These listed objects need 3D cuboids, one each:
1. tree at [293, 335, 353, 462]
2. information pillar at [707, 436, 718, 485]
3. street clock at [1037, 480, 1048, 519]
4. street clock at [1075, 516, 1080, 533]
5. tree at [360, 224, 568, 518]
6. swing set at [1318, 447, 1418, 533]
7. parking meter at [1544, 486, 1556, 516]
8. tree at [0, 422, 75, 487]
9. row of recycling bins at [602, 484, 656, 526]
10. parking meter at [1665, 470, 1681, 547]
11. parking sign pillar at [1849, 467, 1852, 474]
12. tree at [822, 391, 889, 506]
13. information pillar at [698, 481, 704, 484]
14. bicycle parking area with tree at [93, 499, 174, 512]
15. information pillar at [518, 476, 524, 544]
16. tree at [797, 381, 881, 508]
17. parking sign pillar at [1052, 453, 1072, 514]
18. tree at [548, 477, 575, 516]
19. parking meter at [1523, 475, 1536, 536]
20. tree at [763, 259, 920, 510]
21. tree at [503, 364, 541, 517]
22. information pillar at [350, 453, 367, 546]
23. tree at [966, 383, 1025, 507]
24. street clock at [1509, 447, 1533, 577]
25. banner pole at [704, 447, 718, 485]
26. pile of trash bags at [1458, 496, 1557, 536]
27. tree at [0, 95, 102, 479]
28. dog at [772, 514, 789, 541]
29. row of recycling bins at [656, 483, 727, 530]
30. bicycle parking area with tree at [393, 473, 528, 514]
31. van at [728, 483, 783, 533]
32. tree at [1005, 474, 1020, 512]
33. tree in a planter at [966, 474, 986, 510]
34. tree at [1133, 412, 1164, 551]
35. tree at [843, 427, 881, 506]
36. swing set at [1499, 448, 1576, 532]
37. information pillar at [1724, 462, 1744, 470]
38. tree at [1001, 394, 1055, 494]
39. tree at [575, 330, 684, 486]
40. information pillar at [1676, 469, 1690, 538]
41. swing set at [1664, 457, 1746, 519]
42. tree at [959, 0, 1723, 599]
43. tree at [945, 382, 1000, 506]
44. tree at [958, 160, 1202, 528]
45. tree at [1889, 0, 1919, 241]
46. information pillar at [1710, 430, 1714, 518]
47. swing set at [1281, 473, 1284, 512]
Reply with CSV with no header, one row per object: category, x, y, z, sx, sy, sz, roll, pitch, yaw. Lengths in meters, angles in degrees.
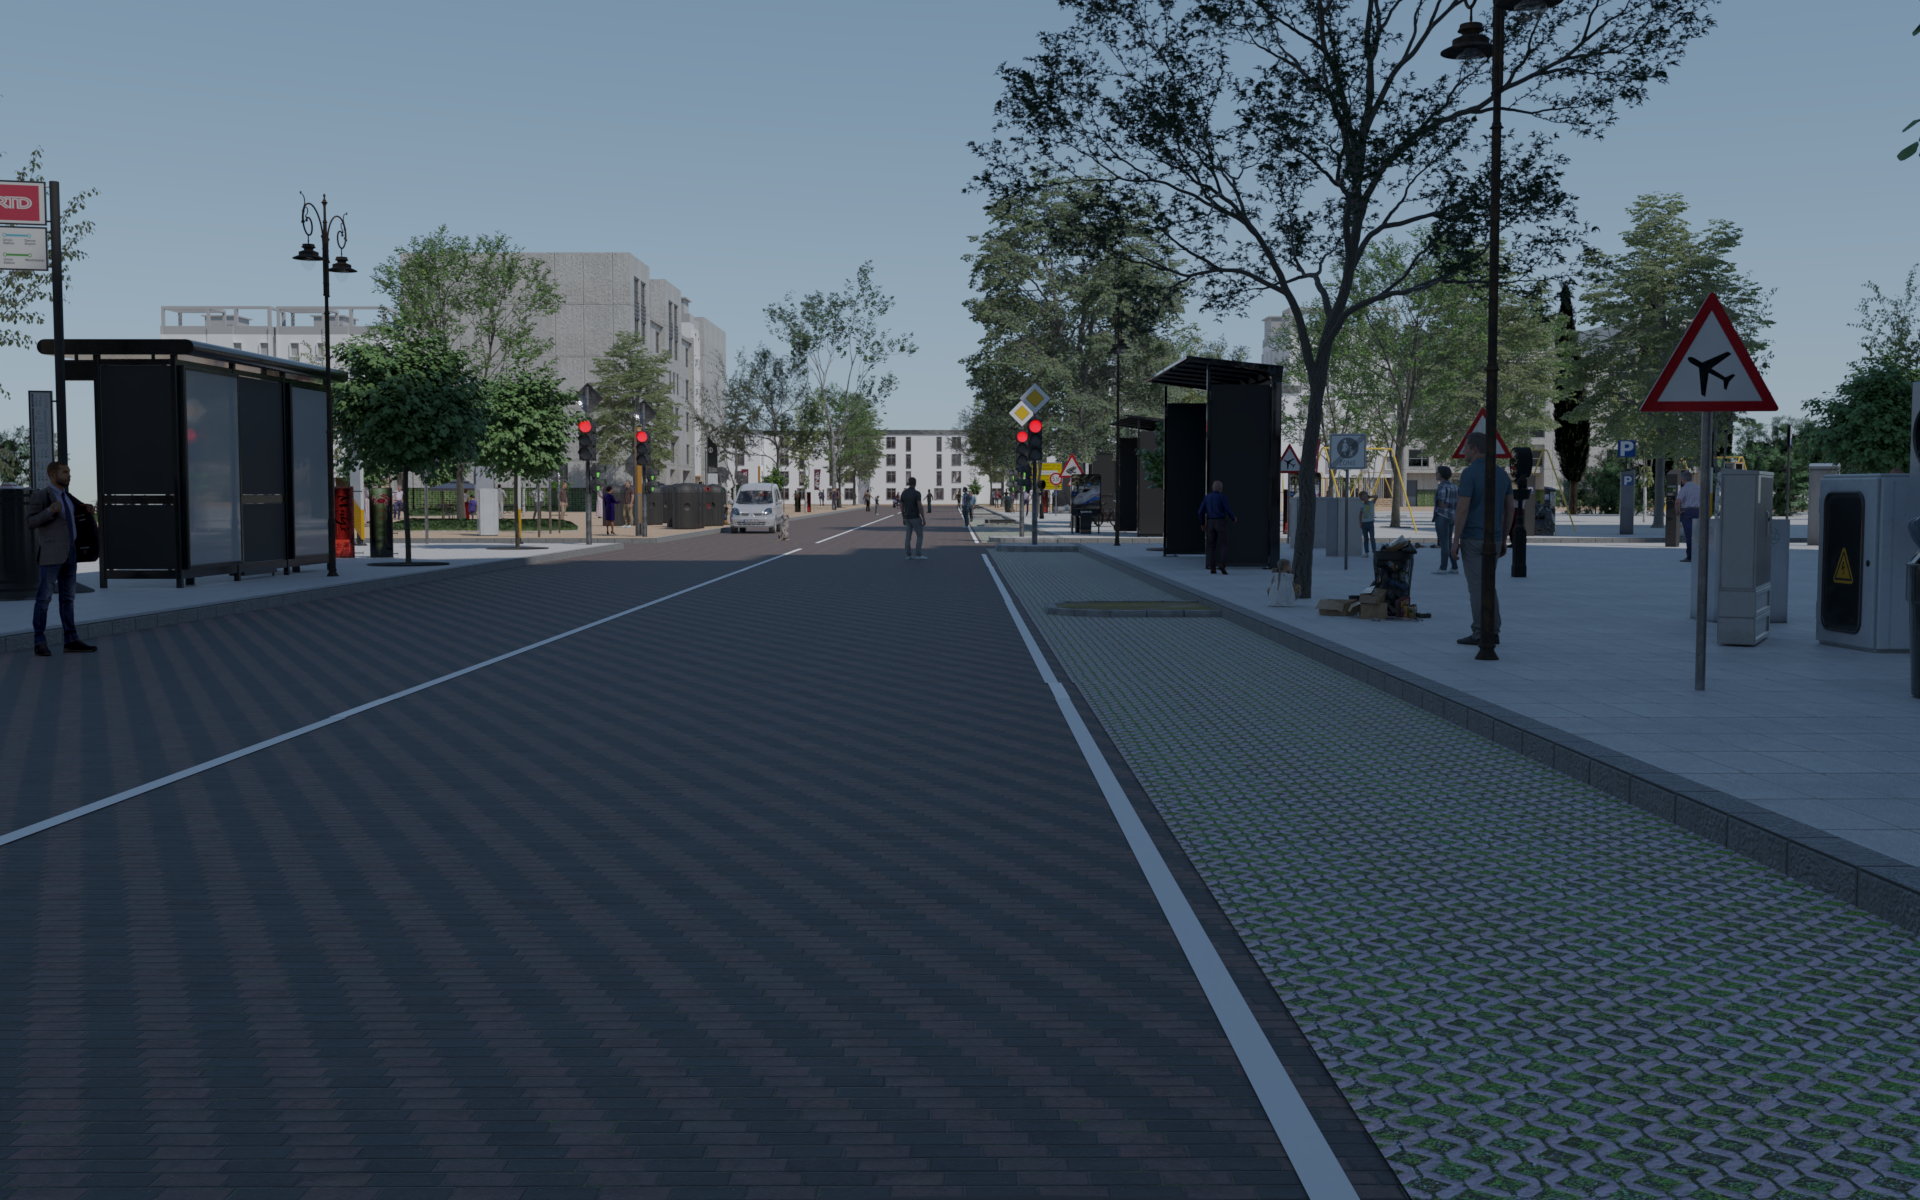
tree,-28.643,-7.866,78.973,4.737,8.622,4.395,0,3,0
information pillar,-10.043,-4.819,70.145,0.504,3.616,0.183,-3,5,-45
street clock,4.211,-5.181,89.281,0.358,2.002,0.471,3,4,37
street clock,3.899,-3.203,56.936,0.471,2.002,0.358,-1,4,-13
tree,-18.924,-8.563,65.763,9.928,11.665,9.643,0,3,0
swing set,13.254,-3.712,58.305,3.119,2.851,2.862,-2,4,-26
parking meter,19.199,-2.935,56.398,0.372,1.533,0.369,0,3,0
tree,-66.505,-9.070,111.207,11.467,7.101,20.602,0,4,0
row of recycling bins,-13.281,-3.884,70.619,1.069,1.692,3.534,2,4,25
parking meter,17.277,-2.217,41.964,0.255,1.863,0.399,3,4,37
parking sign pillar,27.533,-3.918,52.533,1.447,3.967,1.447,0,4,-4
tree,-11.318,-16.726,191.598,7.486,12.596,7.792,0,3,0
information pillar,-14.710,-5.743,98.390,0.304,2.012,0.304,0,4,4
bicycle parking area with tree,-55.244,-8.071,118.968,8.231,4.147,9.016,-1,4,-8
information pillar,-11.329,-3.249,44.468,0.183,3.616,0.504,-1,4,-13
tree,-11.337,-14.359,160.524,9.928,11.665,9.643,0,3,0
parking sign pillar,6.733,-7.644,113.458,1.447,3.967,1.447,-3,5,-42
tree,-23.840,-6.655,103.412,1.663,3.219,1.824,0,3,0
parking meter,17.265,-2.873,52.686,0.399,1.863,0.255,-1,4,-13
tree,-9.734,-17.428,140.840,12.611,20.169,13.585,0,3,0
tree,-24.664,-9.058,98.461,4.737,8.622,4.395,0,3,0
information pillar,-14.932,-3.152,42.883,0.504,3.616,0.183,3,5,40
tree,4.260,-15.542,172.240,7.486,12.596,7.792,0,3,0
street clock,8.624,-1.352,26.669,0.358,2.002,0.471,0,4,2
banner pole,-13.183,-6.205,91.468,0.863,3.779,0.401,0,4,-6
pile of trash bags,16.923,-2.729,54.369,3.447,1.369,1.912,1,4,19
tree,-15.769,-4.651,26.411,4.360,8.622,3.978,0,3,0
dog,-5.549,-2.245,53.543,0.800,0.831,0.513,-3,5,-42
row of recycling bins,-10.428,-3.728,68.072,1.069,1.692,3.534,1,4,22
bicycle parking area with tree,-33.424,-7.712,113.088,8.231,4.147,9.016,2,4,33
van,-7.539,-3.507,64.357,2.013,2.044,4.112,0,4,-1
tree,4.214,-8.010,125.567,1.663,3.219,1.824,0,3,0
tree in a planter,1.341,-9.571,153.704,1.991,3.239,1.994,0,4,0
tree,4.665,-2.736,39.332,1.663,3.219,1.824,0,3,0
tree,-10.472,-14.131,181.395,4.360,8.622,3.978,0,3,0
swing set,19.231,-3.797,59.707,3.119,2.851,2.862,-2,4,-29
information pillar,17.813,-2.168,39.931,0.304,2.012,0.304,-2,4,-26
tree,4.330,-9.608,107.450,4.360,8.622,3.978,0,3,0
tree,-22.882,-12.384,120.599,7.486,12.596,7.792,0,3,0
information pillar,21.236,-2.840,50.928,0.304,2.012,0.304,2,4,35
swing set,31.853,-4.626,73.259,2.862,2.851,3.119,-2,4,-30
tree,4.210,-5.278,20.714,8.767,10.594,7.601,0,4,-7
tree,3.389,-16.985,188.070,12.009,13.543,11.850,0,3,0
tree,4.394,-9.696,65.187,9.857,13.997,8.962,0,3,0
tree,5.131,-1.357,5.908,4.285,4.588,4.351,0,3,0
information pillar,23.400,-3.849,54.292,0.183,3.616,0.504,-1,4,-14
swing set,24.633,-7.801,125.165,3.119,2.851,2.862,1,4,14
